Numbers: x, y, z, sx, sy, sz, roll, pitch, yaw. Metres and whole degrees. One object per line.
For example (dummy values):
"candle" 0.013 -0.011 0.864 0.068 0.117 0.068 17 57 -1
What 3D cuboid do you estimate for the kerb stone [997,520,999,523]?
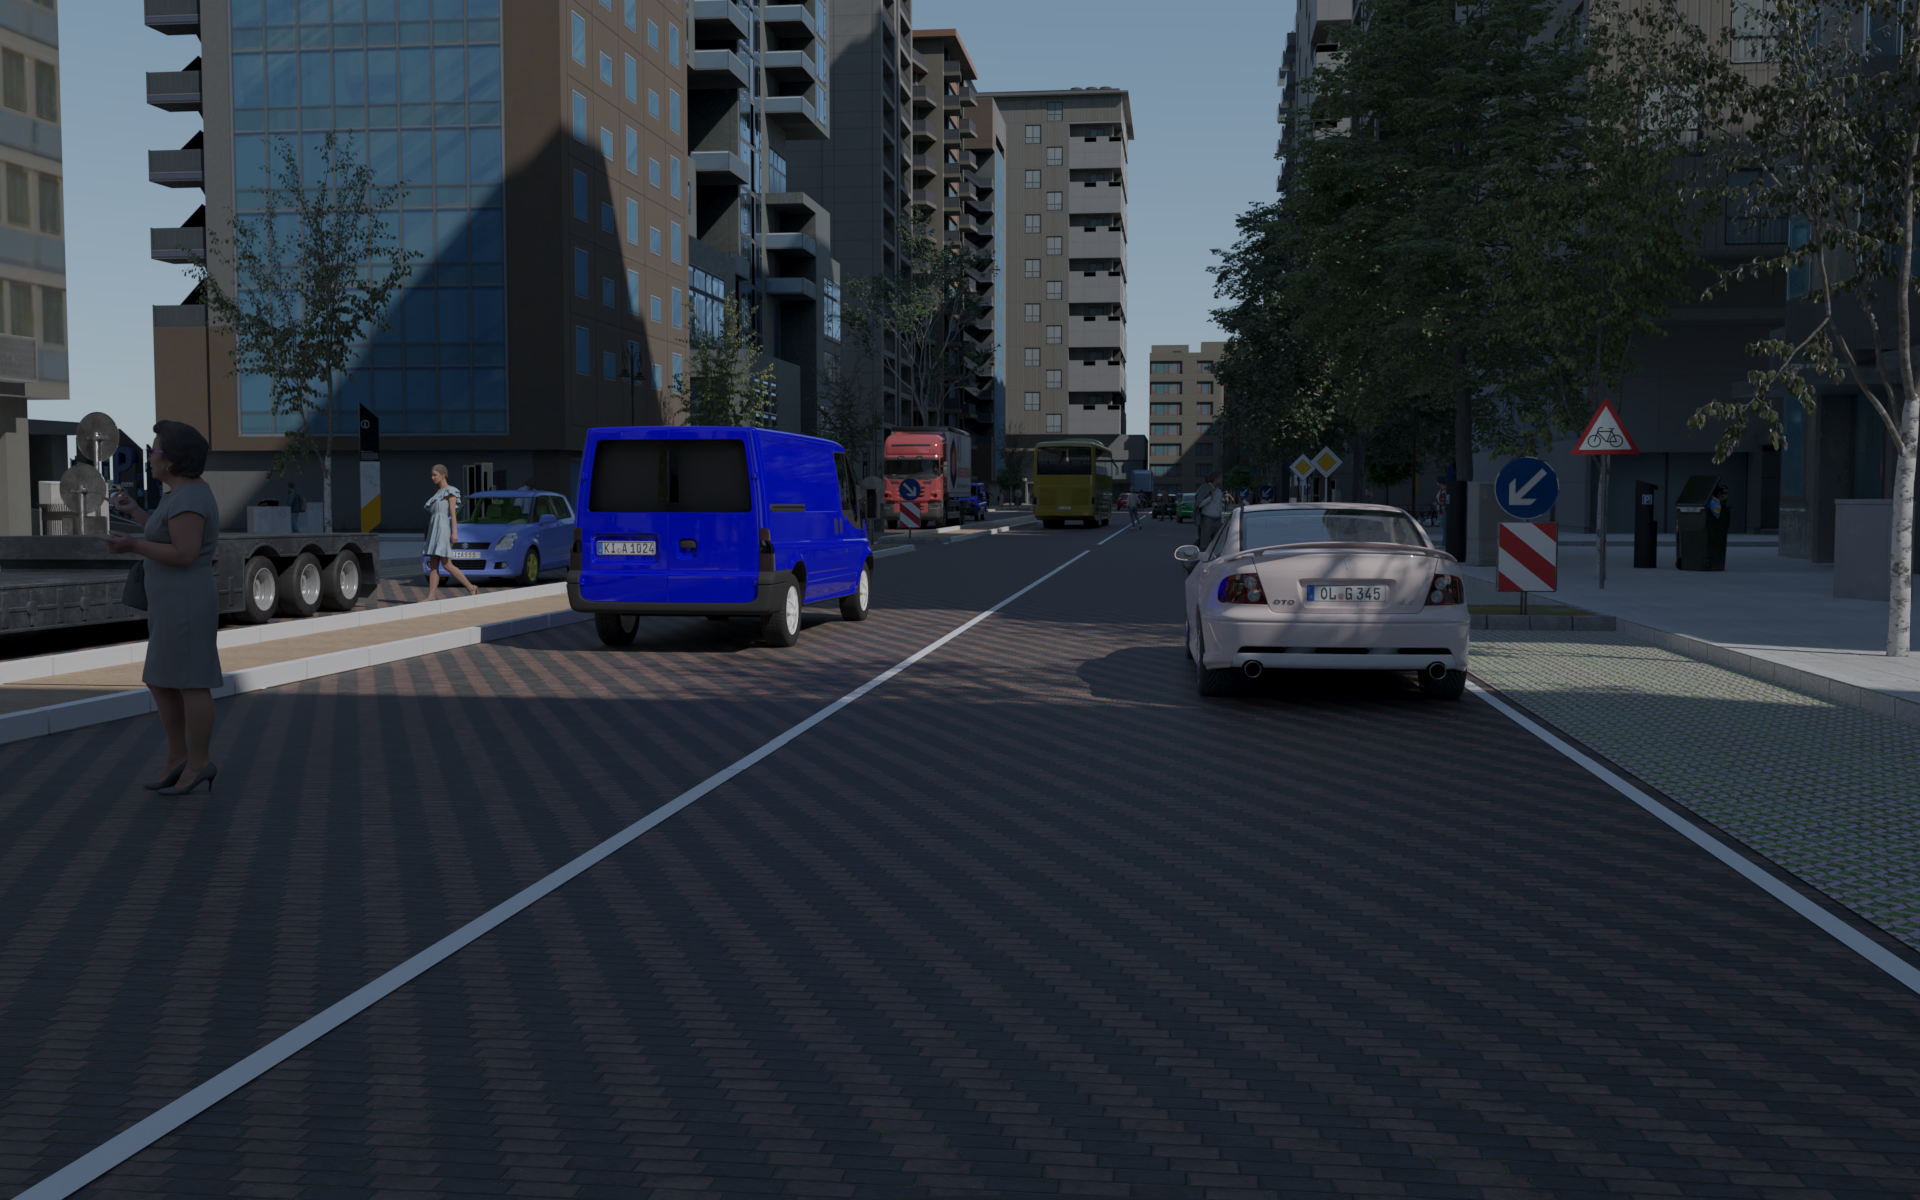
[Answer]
"kerb stone" 1.619 -3.705 82.768 0.120 0.150 1.000 0 4 7

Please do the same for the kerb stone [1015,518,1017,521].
"kerb stone" 2.787 -4.260 91.929 0.120 0.150 1.000 0 4 7

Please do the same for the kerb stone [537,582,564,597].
"kerb stone" -5.827 -0.127 24.270 0.120 0.150 1.000 0 4 7

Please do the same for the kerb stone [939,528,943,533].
"kerb stone" -0.832 -2.521 63.462 0.120 0.150 1.000 0 4 7

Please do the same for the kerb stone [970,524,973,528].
"kerb stone" 0.329 -3.083 72.600 0.120 0.150 1.000 0 4 7

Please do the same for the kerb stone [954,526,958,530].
"kerb stone" -0.314 -2.772 67.525 0.120 0.150 1.000 0 4 7

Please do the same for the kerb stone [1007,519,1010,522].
"kerb stone" 2.277 -4.016 87.850 0.120 0.150 1.000 0 4 7

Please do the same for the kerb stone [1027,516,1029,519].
"kerb stone" 3.697 -4.700 99.036 0.120 0.150 1.000 0 4 7

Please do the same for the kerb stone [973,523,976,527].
"kerb stone" 0.462 -3.145 73.616 0.120 0.150 1.000 0 4 7

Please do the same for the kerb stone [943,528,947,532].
"kerb stone" -0.704 -2.585 64.476 0.120 0.150 1.000 0 4 7

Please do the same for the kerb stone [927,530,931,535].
"kerb stone" -1.217 -2.337 60.411 0.120 0.150 1.000 0 4 7

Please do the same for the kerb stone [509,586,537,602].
"kerb stone" -5.956 -0.065 23.256 0.120 0.150 1.000 0 4 7

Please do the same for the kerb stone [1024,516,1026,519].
"kerb stone" 3.429 -4.571 97.010 0.120 0.150 1.000 0 4 7

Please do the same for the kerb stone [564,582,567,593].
"kerb stone" -5.692 -0.189 25.291 0.120 0.150 1.000 0 4 7

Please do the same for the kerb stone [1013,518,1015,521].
"kerb stone" 2.660 -4.201 90.910 0.120 0.150 1.000 0 4 7

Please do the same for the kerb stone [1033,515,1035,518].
"kerb stone" 4.212 -4.949 103.105 0.120 0.150 1.000 0 4 7

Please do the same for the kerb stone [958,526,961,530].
"kerb stone" -0.188 -2.834 68.539 0.120 0.150 1.000 0 4 7

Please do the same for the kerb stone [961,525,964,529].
"kerb stone" -0.061 -2.897 69.554 0.120 0.150 1.000 0 4 7

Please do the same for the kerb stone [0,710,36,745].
"kerb stone" -5.546 0.758 9.806 0.120 0.150 1.000 0 4 7

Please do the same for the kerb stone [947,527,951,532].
"kerb stone" -0.577 -2.648 65.497 0.120 0.150 1.000 0 4 7

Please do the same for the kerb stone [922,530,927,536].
"kerb stone" -1.349 -2.269 59.398 0.120 0.150 1.000 0 4 7

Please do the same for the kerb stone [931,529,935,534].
"kerb stone" -1.091 -2.399 61.426 0.120 0.150 1.000 0 4 7

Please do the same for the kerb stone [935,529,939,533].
"kerb stone" -0.962 -2.462 62.441 0.120 0.150 1.000 0 4 7

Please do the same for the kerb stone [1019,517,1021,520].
"kerb stone" 3.047 -4.389 93.957 0.120 0.150 1.000 0 4 7

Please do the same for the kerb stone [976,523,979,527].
"kerb stone" 0.589 -3.207 74.630 0.120 0.150 1.000 0 4 7

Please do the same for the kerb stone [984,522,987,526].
"kerb stone" 0.969 -3.392 77.685 0.120 0.150 1.000 0 4 7

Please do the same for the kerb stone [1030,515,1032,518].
"kerb stone" 3.953 -4.820 101.069 0.120 0.150 1.000 0 4 7

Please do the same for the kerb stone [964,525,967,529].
"kerb stone" 0.072 -2.959 70.570 0.120 0.150 1.000 0 4 7

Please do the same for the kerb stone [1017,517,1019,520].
"kerb stone" 2.912 -4.327 92.943 0.120 0.150 1.000 0 4 7

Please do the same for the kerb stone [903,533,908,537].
"kerb stone" -1.867 -2.017 55.333 0.120 0.150 1.000 0 4 7

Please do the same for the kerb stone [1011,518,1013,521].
"kerb stone" 2.528 -4.138 89.895 0.120 0.150 1.000 0 4 7

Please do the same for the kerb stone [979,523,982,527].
"kerb stone" 0.716 -3.269 75.645 0.120 0.150 1.000 0 4 7

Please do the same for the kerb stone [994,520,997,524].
"kerb stone" 1.498 -3.638 81.752 0.120 0.150 1.000 0 4 7

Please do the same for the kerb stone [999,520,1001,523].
"kerb stone" 1.751 -3.764 83.791 0.120 0.150 1.000 0 4 7

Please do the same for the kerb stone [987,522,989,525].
"kerb stone" 1.105 -3.456 78.698 0.120 0.150 1.000 0 4 7

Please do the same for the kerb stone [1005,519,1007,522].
"kerb stone" 2.139 -3.949 86.837 0.120 0.150 1.000 0 4 7

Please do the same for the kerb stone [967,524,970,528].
"kerb stone" 0.201 -3.021 71.586 0.120 0.150 1.000 0 4 7

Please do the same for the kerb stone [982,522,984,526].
"kerb stone" 0.846 -3.324 76.670 0.120 0.150 1.000 0 4 7

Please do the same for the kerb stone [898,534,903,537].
"kerb stone" -1.994 -1.962 54.319 0.120 0.150 1.000 0 4 7

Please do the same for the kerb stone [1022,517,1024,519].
"kerb stone" 3.306 -4.514 95.994 0.120 0.150 1.000 0 4 7

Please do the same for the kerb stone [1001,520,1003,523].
"kerb stone" 1.884 -3.829 84.804 0.120 0.150 1.000 0 4 7

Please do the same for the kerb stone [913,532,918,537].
"kerb stone" -1.610 -2.151 57.367 0.120 0.150 1.000 0 4 7

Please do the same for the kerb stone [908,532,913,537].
"kerb stone" -1.736 -2.089 56.350 0.120 0.150 1.000 0 4 7

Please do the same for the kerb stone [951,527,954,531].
"kerb stone" -0.444 -2.708 66.511 0.120 0.150 1.000 0 4 7

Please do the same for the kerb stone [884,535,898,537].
"kerb stone" -2.128 -1.903 53.305 0.120 0.150 1.000 0 4 7

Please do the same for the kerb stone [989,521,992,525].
"kerb stone" 1.241 -3.516 79.720 0.120 0.150 1.000 0 4 7

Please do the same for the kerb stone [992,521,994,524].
"kerb stone" 1.369 -3.580 80.734 0.120 0.150 1.000 0 4 7

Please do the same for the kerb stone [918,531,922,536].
"kerb stone" -1.486 -2.212 58.385 0.120 0.150 1.000 0 4 7

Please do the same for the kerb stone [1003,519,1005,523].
"kerb stone" 2.013 -3.892 85.822 0.120 0.150 1.000 0 4 7
